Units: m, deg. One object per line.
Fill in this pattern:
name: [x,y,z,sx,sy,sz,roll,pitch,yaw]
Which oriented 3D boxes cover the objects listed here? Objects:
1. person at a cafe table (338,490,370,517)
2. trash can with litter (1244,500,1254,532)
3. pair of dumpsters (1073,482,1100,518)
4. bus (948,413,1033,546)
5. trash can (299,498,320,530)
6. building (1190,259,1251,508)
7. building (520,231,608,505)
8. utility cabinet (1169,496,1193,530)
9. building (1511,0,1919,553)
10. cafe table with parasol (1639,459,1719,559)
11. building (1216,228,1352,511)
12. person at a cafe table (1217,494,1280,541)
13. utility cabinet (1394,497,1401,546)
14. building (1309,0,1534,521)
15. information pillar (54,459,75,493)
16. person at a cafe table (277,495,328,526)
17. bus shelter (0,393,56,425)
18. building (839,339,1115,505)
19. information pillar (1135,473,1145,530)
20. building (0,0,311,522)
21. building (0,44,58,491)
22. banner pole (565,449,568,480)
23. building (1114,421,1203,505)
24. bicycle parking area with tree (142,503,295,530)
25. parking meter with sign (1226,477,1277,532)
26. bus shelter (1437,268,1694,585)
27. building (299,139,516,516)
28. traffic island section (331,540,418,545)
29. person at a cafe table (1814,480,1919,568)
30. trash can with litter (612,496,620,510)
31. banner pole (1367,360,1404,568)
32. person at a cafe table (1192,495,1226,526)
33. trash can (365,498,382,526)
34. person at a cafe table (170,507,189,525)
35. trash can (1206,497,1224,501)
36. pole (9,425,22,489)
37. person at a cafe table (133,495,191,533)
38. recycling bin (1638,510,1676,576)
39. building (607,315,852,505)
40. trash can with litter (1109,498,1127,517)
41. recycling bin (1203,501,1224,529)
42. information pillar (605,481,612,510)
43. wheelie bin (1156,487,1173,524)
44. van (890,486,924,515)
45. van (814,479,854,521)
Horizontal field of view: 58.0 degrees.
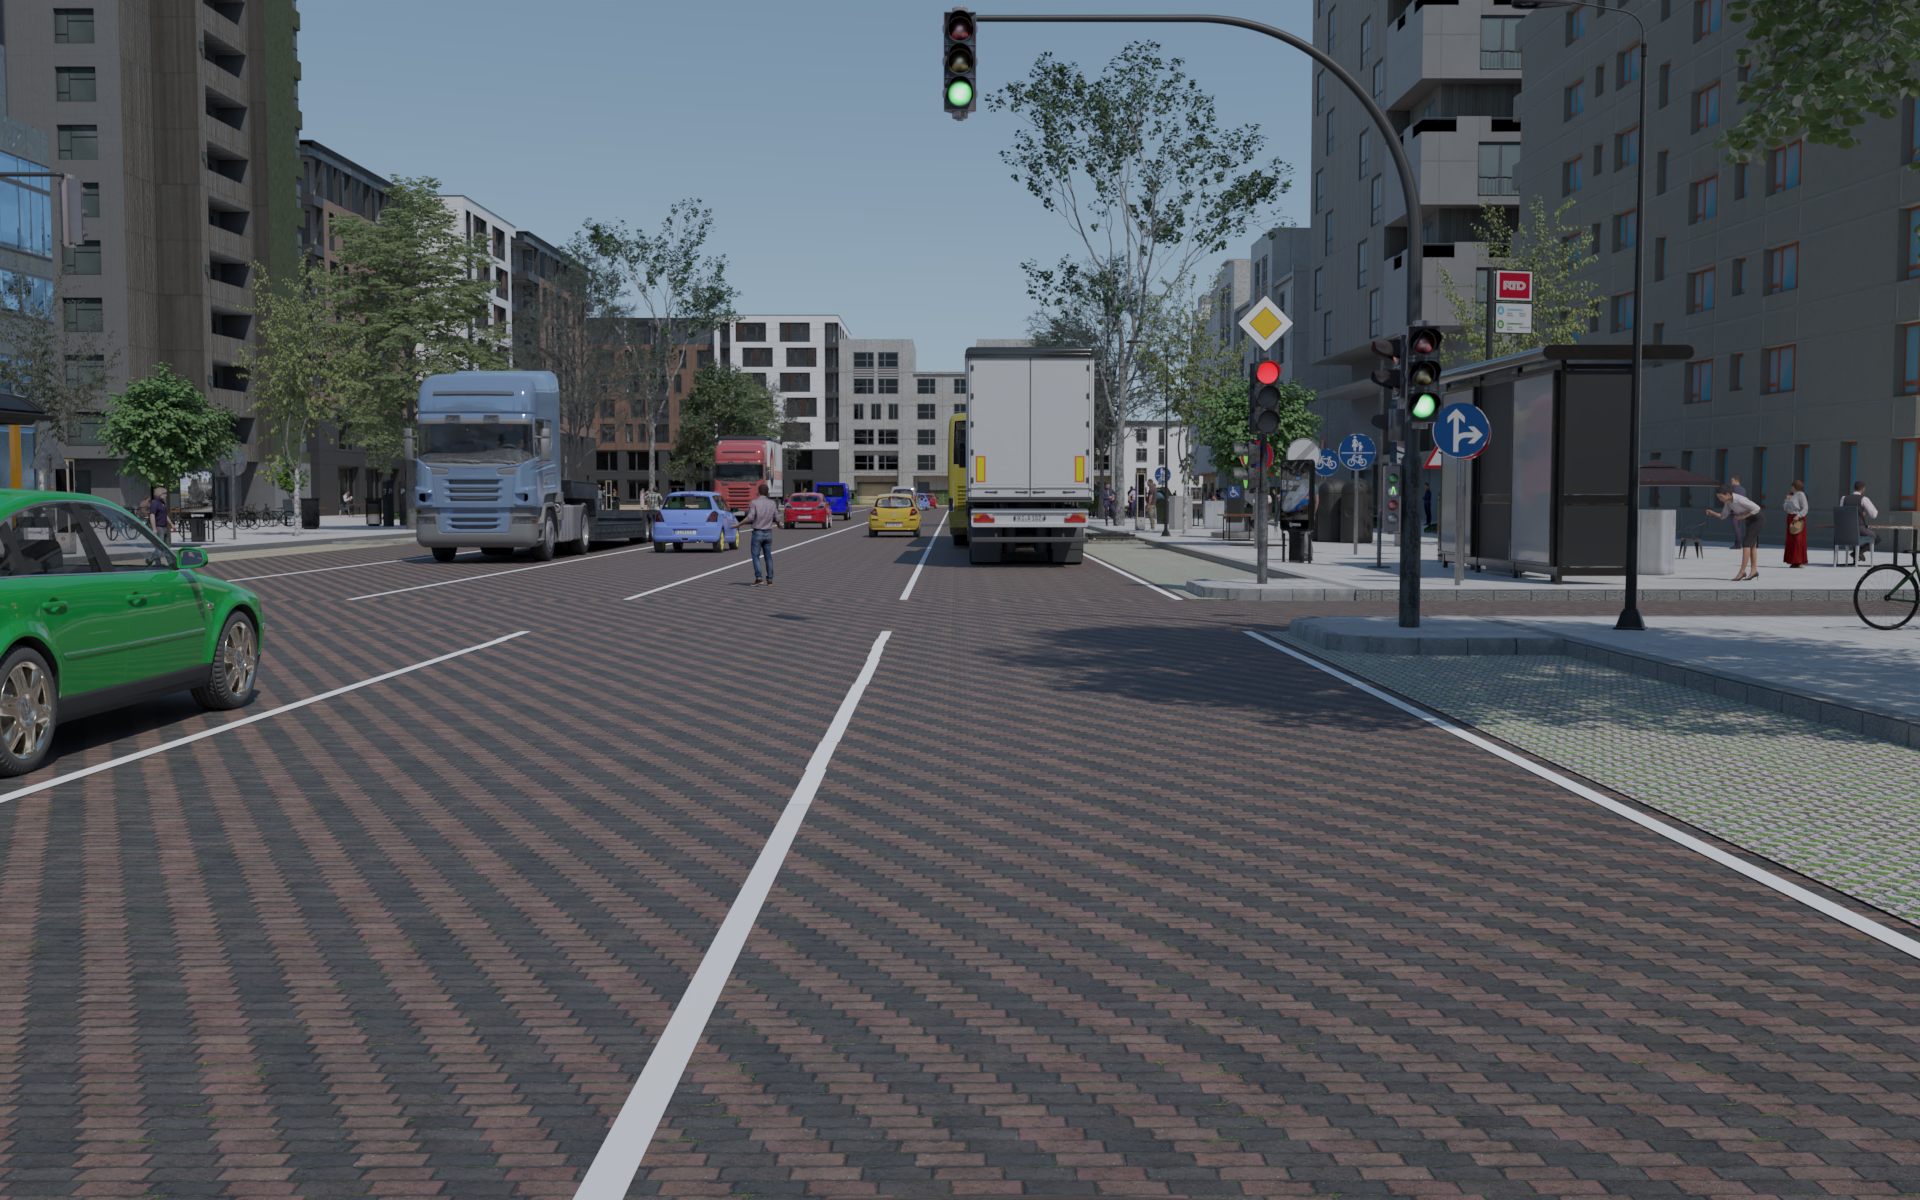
person at a cafe table: [-33.530,-5.336,95.757,1.622,1.524,1.698,-1,4,-15]
trash can with litter: [9.322,-2.711,55.715,1.055,1.170,0.624,-1,4,-18]
pair of dumpsters: [6.904,-5.684,95.429,1.574,2.255,4.437,0,3,0]
bus: [1.024,-3.640,51.061,2.896,3.916,12.252,0,4,1]
trash can: [-23.567,-3.128,62.799,0.748,1.137,0.748,0,3,0]
building: [28.044,-17.653,145.048,16.016,20.091,11.380,0,3,0]
building: [-49.743,-18.631,148.595,32.646,21.610,27.936,0,3,0]
utility cabinet: [7.992,-3.156,62.767,1.020,1.237,0.306,-3,5,-42]
building: [34.915,-12.565,50.481,28.899,21.520,27.650,0,3,0]
cafe table with parasol: [13.721,-1.793,34.187,2.610,1.966,2.610,-2,4,-25]
building: [29.039,-15.728,123.604,16.747,18.905,31.486,0,3,0]
person at a cafe table: [8.008,-2.394,47.660,1.622,1.524,1.698,0,3,0]
utility cabinet: [10.918,-1.902,42.254,0.306,1.237,1.020,0,4,-6]
building: [33.396,-30.341,85.307,28.713,52.752,27.495,0,3,0]
information pillar: [-19.035,-1.979,36.842,0.304,2.012,0.304,0,4,-4]
person at a cafe table: [-26.992,-3.655,70.622,1.698,1.238,1.726,0,4,7]
bus shelter: [-19.342,-2.356,32.442,2.014,3.302,5.546,0,4,0]
building: [1.925,-20.774,206.111,31.486,18.905,16.747,0,3,0]
information pillar: [6.365,-3.469,61.203,0.304,2.012,0.304,0,4,-8]
building: [-41.131,-19.061,83.353,14.160,30.474,14.107,0,3,0]
building: [-45.100,-45.166,51.138,22.319,86.520,31.000,0,3,0]
banner pole: [-21.731,-6.465,95.724,0.401,3.779,0.863,0,4,-1]
building: [31.990,-15.919,202.422,28.070,9.664,9.099,0,3,0]
bicycle parking area with tree: [-29.303,-4.771,65.009,9.016,4.147,8.231,0,4,6]
parking meter with sign: [9.970,-3.848,59.177,1.738,3.016,0.543,1,4,15]
bus shelter: [9.204,-3.115,28.561,2.179,5.291,8.768,0,4,0]
building: [-47.768,-16.663,116.415,27.936,21.610,32.646,0,3,0]
traffic island section: [-16.734,-1.648,49.805,1.991,0.108,1.994,0,3,0]
person at a cafe table: [15.979,-1.344,30.494,1.622,1.524,1.698,-3,4,-37]
trash can with litter: [-19.197,-5.206,96.501,0.624,1.170,1.055,0,4,1]
banner pole: [7.470,-2.435,29.822,0.863,3.779,0.401,2,4,28]
person at a cafe table: [9.817,-3.592,69.595,1.726,1.238,1.698,-1,4,-19]
trash can: [-23.433,-3.522,69.235,0.748,1.137,0.748,0,3,0]
person at a cafe table: [-32.955,-3.954,73.159,1.698,1.524,1.622,2,4,28]
trash can: [11.008,-3.860,74.763,0.748,1.137,0.748,0,3,0]
pole: [-20.185,-2.642,37.039,0.158,3.312,0.155,0,3,0]
person at a cafe table: [-26.650,-2.874,57.847,1.726,1.238,1.698,-3,5,-41]
recycling bin: [10.984,-0.927,27.713,0.722,1.027,0.722,3,4,37]
building: [-30.151,-22.461,211.213,32.646,21.610,27.936,0,3,0]
trash can with litter: [8.559,-5.065,94.205,1.055,1.170,0.624,-1,4,-9]
recycling bin: [9.330,-3.132,63.756,0.722,1.027,0.722,0,4,3]
information pillar: [-19.327,-5.545,95.146,0.304,2.012,0.304,-2,4,-25]
wheelie bin: [8.670,-4.023,73.685,0.693,1.594,0.980,2,4,34]
van: [-3.068,-5.475,96.522,2.013,2.044,4.112,0,4,2]
van: [-6.990,-5.551,95.149,2.240,2.365,5.245,0,4,-1]
